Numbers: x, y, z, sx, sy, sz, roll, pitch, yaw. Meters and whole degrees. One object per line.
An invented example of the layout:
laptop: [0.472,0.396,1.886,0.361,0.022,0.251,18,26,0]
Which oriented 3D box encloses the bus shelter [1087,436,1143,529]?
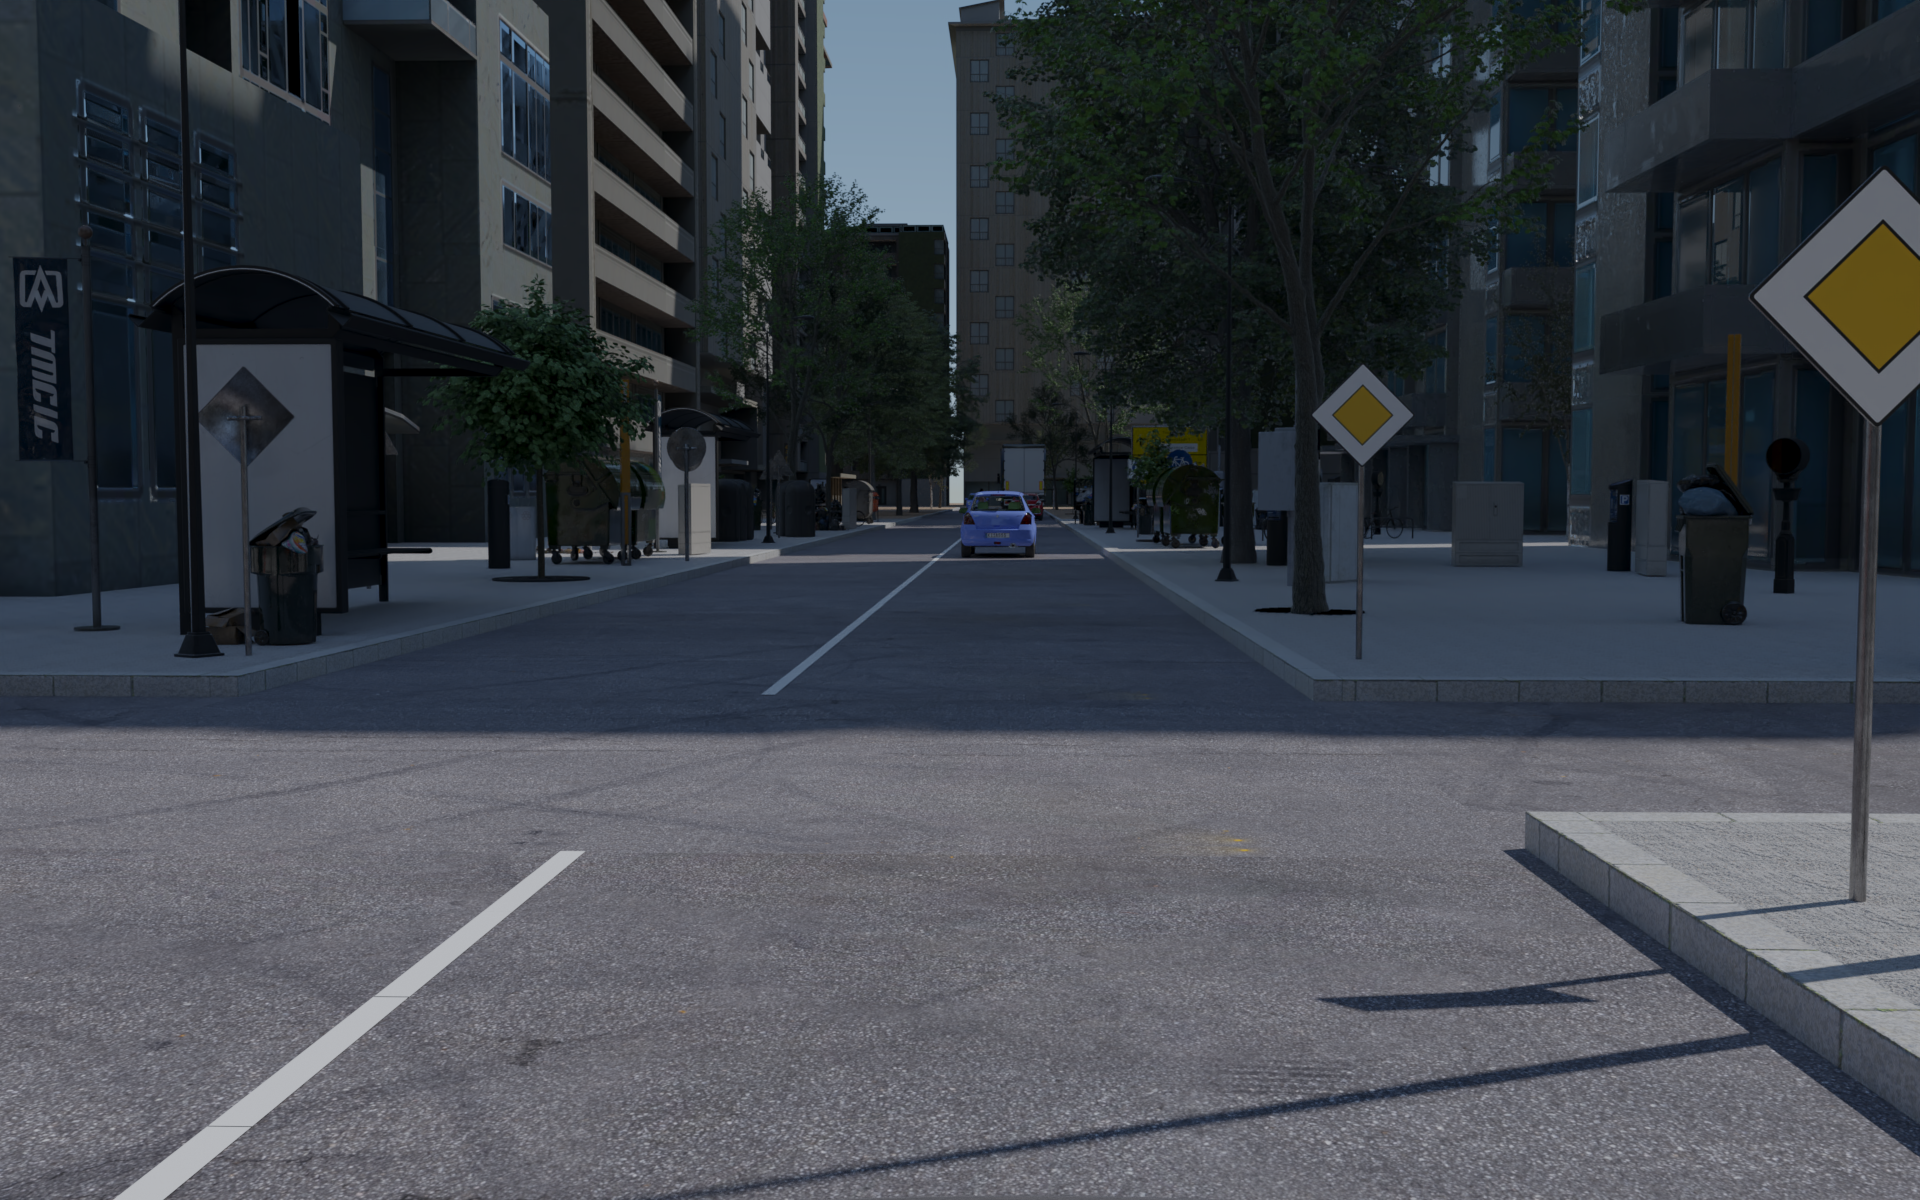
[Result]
bus shelter: [5.772,-4.258,63.545,2.014,3.302,5.546,0,4,2]

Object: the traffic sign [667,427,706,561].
traffic sign: [-5.219,-2.015,33.049,0.768,2.556,0.104,0,4,5]

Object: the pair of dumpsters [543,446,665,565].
pair of dumpsters: [-6.871,-1.894,33.453,1.574,2.255,4.437,0,4,2]

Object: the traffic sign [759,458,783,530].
traffic sign: [-6.819,-3.825,62.549,0.884,2.594,0.081,0,4,7]

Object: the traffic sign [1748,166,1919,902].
traffic sign: [2.830,-0.108,5.404,0.795,2.450,0.064,0,4,2]

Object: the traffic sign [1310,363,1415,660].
traffic sign: [3.093,-0.596,13.384,0.795,2.450,0.064,0,4,2]

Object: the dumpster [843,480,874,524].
dumpster: [-4.357,-4.180,74.105,1.264,1.857,1.865,0,4,2]

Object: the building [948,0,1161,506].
building: [12.966,-36.973,193.749,27.495,52.752,28.713,0,4,2]

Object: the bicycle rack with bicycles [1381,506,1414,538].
bicycle rack with bicycles: [11.652,-2.256,50.262,2.925,0.926,2.852,-2,4,-34]

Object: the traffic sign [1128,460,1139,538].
traffic sign: [5.234,-2.983,50.901,0.606,2.300,0.079,1,4,10]

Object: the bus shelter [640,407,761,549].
bus shelter: [-6.362,-3.010,43.134,2.014,3.302,5.546,0,4,2]

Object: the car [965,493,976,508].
car: [1.356,-7.883,138.481,1.945,1.707,3.694,0,4,0]

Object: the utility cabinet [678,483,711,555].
utility cabinet: [-5.633,-1.713,36.683,0.318,1.500,1.173,1,4,12]

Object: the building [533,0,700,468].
building: [-23.222,-27.313,70.266,21.300,48.544,21.600,0,4,2]

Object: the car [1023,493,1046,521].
car: [3.620,-5.237,94.667,2.155,1.783,4.494,0,4,2]

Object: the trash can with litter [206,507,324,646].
trash can with litter: [-5.989,-0.206,14.757,1.055,1.170,0.624,0,4,1]

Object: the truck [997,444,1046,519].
truck: [3.672,-6.985,103.110,2.839,4.237,11.283,0,4,1]

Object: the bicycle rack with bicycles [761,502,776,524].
bicycle rack with bicycles: [-7.591,-3.717,74.159,2.852,0.926,2.925,-1,4,-19]

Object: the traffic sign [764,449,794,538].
traffic sign: [-5.263,-3.076,50.301,0.884,2.594,0.081,0,4,6]

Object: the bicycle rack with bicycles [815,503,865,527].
bicycle rack with bicycles: [-5.199,-3.365,68.406,2.925,0.926,2.852,0,4,-2]

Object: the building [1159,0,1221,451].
building: [25.761,-30.517,122.656,21.300,48.544,21.600,0,4,2]

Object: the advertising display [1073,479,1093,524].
advertising display: [5.260,-4.203,73.928,0.974,1.923,0.123,-2,4,-35]

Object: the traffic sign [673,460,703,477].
traffic sign: [-6.216,-2.406,39.441,0.768,2.556,0.104,1,4,10]

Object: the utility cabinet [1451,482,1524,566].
utility cabinet: [9.321,-1.341,30.599,1.173,1.500,0.318,0,4,3]

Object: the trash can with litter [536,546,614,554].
trash can with litter: [-8.745,-1.637,37.819,2.233,1.210,1.678,3,5,42]

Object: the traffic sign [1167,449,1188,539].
traffic sign: [6.248,-3.019,49.466,0.768,2.556,0.104,1,4,11]

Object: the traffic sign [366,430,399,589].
traffic sign: [-7.998,-1.429,23.361,0.884,2.594,0.081,0,4,7]

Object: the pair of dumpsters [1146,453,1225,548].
pair of dumpsters: [5.568,-2.470,42.877,1.574,2.255,4.437,0,4,2]

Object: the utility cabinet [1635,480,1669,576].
utility cabinet: [10.924,-1.141,27.334,0.318,1.500,1.173,1,4,13]

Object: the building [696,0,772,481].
building: [-26.067,-31.388,102.435,28.713,52.752,27.495,0,4,2]

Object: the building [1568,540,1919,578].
building: [27.578,-25.187,31.410,30.456,49.044,23.786,0,4,2]

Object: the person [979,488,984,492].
person: [1.249,-5.133,93.133,0.721,1.736,1.217,-1,4,-17]

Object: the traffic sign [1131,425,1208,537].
traffic sign: [6.227,-3.524,51.490,2.265,3.308,0.079,1,4,9]

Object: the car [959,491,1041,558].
car: [0.921,-1.878,40.298,1.945,1.707,3.694,0,4,3]

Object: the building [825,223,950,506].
building: [-8.240,-25.439,187.625,14.107,30.474,14.160,0,4,2]

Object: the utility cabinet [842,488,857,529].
utility cabinet: [-4.083,-3.368,63.742,0.318,1.500,1.173,1,4,8]

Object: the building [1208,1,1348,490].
building: [26.518,-43.105,143.024,20.563,71.187,20.611,0,4,2]

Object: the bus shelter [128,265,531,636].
bus shelter: [-6.249,-1.479,18.106,2.014,3.302,5.546,0,4,2]

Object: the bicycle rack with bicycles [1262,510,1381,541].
bicycle rack with bicycles: [9.367,-2.018,46.378,2.925,0.926,2.852,0,4,-2]

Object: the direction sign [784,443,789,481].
direction sign: [-7.661,-5.215,77.269,0.379,3.537,0.876,1,4,15]

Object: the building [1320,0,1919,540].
building: [26.706,-27.261,65.330,23.786,49.044,30.456,0,4,2]

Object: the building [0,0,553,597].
building: [-21.942,-44.167,34.810,22.319,86.520,31.000,0,4,2]

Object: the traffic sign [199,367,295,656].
traffic sign: [-5.646,-0.615,13.691,0.795,2.450,0.064,0,4,2]

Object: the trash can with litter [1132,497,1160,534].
trash can with litter: [6.219,-2.747,56.309,0.624,1.170,1.055,-3,5,-42]

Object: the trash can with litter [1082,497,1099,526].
trash can with litter: [5.496,-3.618,70.535,1.055,1.170,0.624,2,4,25]

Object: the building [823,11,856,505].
building: [-24.272,-30.095,146.677,28.867,44.769,22.147,0,4,2]

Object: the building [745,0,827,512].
building: [-17.327,-26.919,123.723,14.154,41.232,14.086,0,4,2]

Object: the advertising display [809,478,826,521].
advertising display: [-5.800,-4.063,71.642,0.974,1.923,0.123,-2,4,-33]
